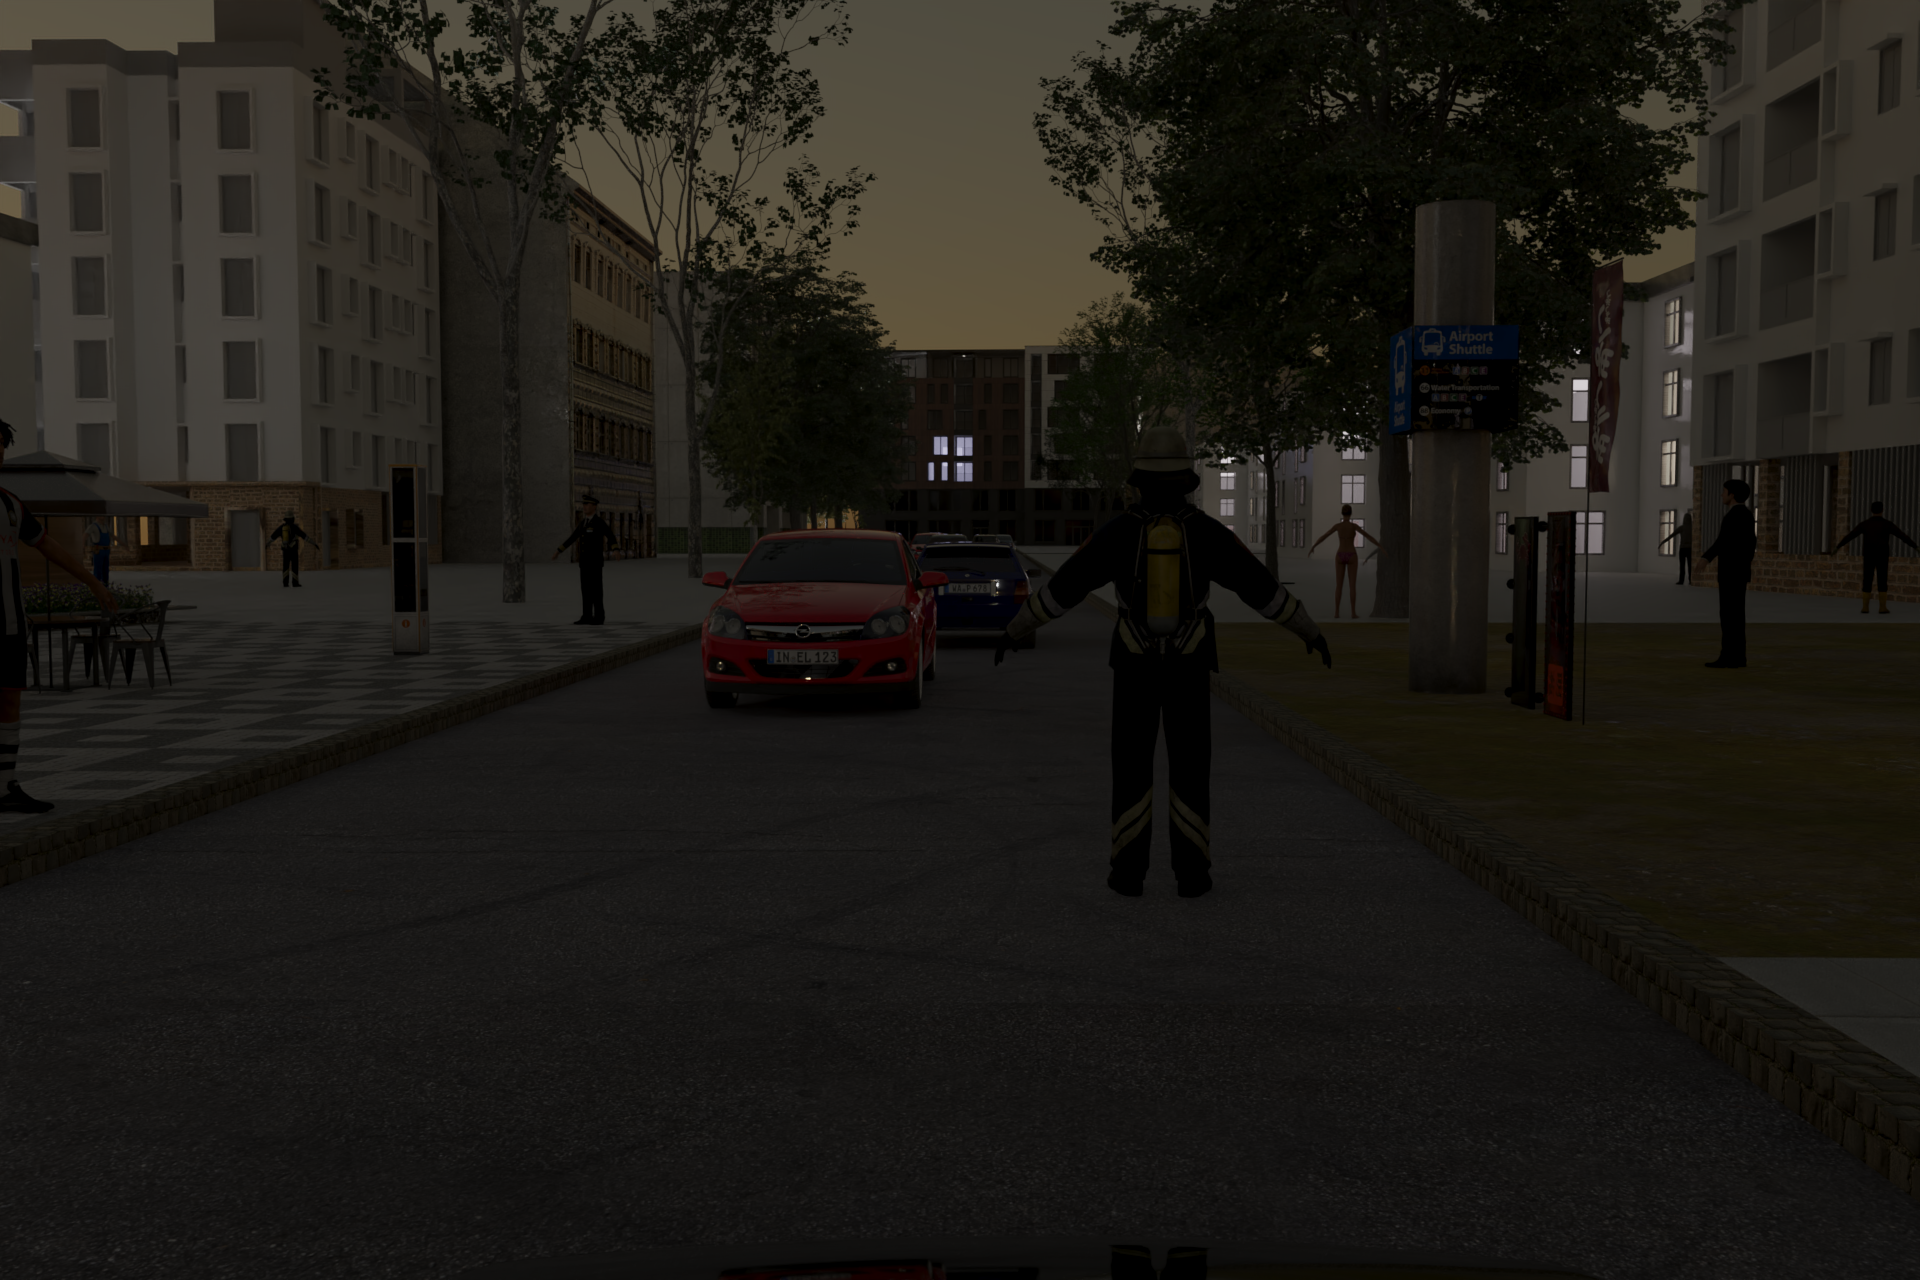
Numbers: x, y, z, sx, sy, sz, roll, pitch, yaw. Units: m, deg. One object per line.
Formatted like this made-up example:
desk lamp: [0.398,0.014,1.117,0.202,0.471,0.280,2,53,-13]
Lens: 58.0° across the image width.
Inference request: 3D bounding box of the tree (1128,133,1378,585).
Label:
tree: [7.868,-7.243,44.172,9.928,11.665,9.643,0,3,0]

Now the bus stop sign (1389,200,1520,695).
bus stop sign: [3.980,-1.530,14.033,0.837,3.901,0.837,0,4,2]

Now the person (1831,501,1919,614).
person: [14.787,-1.334,27.956,1.346,1.812,0.704,2,4,35]

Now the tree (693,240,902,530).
tree: [-7.147,-10.250,74.237,9.857,13.997,8.962,0,3,0]

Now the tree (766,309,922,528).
tree: [-6.984,-11.677,97.572,9.857,13.997,8.962,0,3,0]

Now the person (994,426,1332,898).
person: [0.805,0.081,6.914,1.354,1.856,0.705,0,4,6]

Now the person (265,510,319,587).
person: [-16.193,-2.210,41.905,1.354,1.856,0.705,0,4,5]

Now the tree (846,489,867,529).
tree: [-6.761,-9.749,109.751,4.737,8.622,4.395,0,3,0]

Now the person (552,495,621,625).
person: [-5.237,-1.134,24.482,1.347,1.837,0.705,2,4,35]

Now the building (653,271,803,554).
building: [-22.204,-16.273,132.522,16.747,18.905,31.486,0,4,1]

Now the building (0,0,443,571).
building: [-27.383,-12.531,61.296,16.016,20.090,11.380,0,4,0]

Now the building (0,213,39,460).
building: [-26.110,-5.569,33.196,9.099,9.664,28.070,0,4,1]

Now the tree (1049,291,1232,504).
tree: [7.604,-9.015,73.147,9.928,11.665,9.643,0,3,0]

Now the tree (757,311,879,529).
tree: [-7.803,-10.347,87.305,7.486,12.596,7.792,0,3,0]

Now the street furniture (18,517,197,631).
street furniture: [-15.280,-0.928,22.025,11.010,1.723,9.812,1,4,16]

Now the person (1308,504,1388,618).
person: [5.914,-1.202,26.450,1.217,1.733,0.721,1,4,22]

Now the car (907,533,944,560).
car: [-1.207,-3.794,71.077,2.155,1.783,4.494,0,4,2]

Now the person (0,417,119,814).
person: [-4.368,-0.101,7.793,0.704,1.843,1.345,1,4,16]

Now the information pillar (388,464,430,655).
information pillar: [-5.847,-0.851,18.402,0.304,2.012,0.304,0,4,3]

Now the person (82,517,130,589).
person: [-18.183,-1.887,36.708,0.705,1.847,1.347,1,4,16]

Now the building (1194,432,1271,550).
building: [25.055,-12.526,146.945,9.099,9.664,28.070,0,4,1]

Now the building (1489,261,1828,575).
building: [23.458,-7.085,57.985,9.099,9.664,28.070,0,4,1]

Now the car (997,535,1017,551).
car: [2.285,-5.348,99.444,2.014,1.417,4.499,0,4,0]

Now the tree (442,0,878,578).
tree: [-8.571,-11.801,48.831,12.611,20.169,13.585,0,3,0]

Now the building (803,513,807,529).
building: [-25.010,-18.348,166.452,16.747,18.905,31.486,0,4,2]

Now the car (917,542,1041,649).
car: [0.121,-0.636,22.986,1.945,1.354,3.894,0,4,1]

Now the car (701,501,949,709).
car: [-1.161,-0.400,15.575,2.155,1.783,4.494,0,4,2]

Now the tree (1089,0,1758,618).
tree: [6.636,-7.309,26.157,9.857,13.997,8.962,0,3,0]

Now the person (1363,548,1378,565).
person: [7.101,-1.168,28.356,0.991,1.433,0.599,1,4,9]

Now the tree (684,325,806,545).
tree: [-7.367,-6.728,60.360,4.737,8.622,4.395,0,3,0]

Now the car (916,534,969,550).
car: [-0.387,-2.818,55.853,2.009,1.686,4.222,0,4,1]

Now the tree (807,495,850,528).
tree: [-15.203,-17.392,202.488,7.486,12.596,7.792,0,3,0]

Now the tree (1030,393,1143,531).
tree: [8.446,-10.716,109.611,8.767,10.594,7.601,1,4,10]

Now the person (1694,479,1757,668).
person: [7.414,-0.641,16.666,0.705,1.806,1.347,3,5,42]

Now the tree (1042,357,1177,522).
tree: [8.616,-10.607,99.178,9.928,11.665,9.643,0,3,0]

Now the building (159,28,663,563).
building: [-25.909,-15.493,84.247,19.493,23.208,18.063,0,4,2]

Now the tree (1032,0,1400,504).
tree: [9.260,-12.457,59.563,12.611,20.169,13.585,0,3,0]

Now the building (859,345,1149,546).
building: [5.686,-21.661,200.581,32.646,21.610,27.936,0,4,4]

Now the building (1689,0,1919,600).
building: [22.805,-11.214,39.773,16.016,20.090,11.380,0,4,1]

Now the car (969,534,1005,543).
car: [1.396,-5.082,92.876,2.009,1.686,4.222,0,4,1]

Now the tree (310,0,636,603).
tree: [-9.791,-10.788,32.272,12.611,20.169,13.585,0,3,0]

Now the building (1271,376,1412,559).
building: [22.274,-8.893,87.549,9.099,9.664,28.070,0,4,1]

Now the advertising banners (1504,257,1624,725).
advertising banners: [4.183,-0.971,12.058,0.090,3.025,2.074,0,4,0]

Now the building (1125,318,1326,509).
building: [26.533,-20.909,172.798,19.493,23.208,18.063,0,4,1]

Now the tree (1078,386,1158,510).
tree: [8.414,-8.243,85.128,4.360,8.622,3.978,0,3,0]

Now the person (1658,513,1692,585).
person: [18.363,-2.303,43.788,1.348,1.813,0.705,0,4,4]
